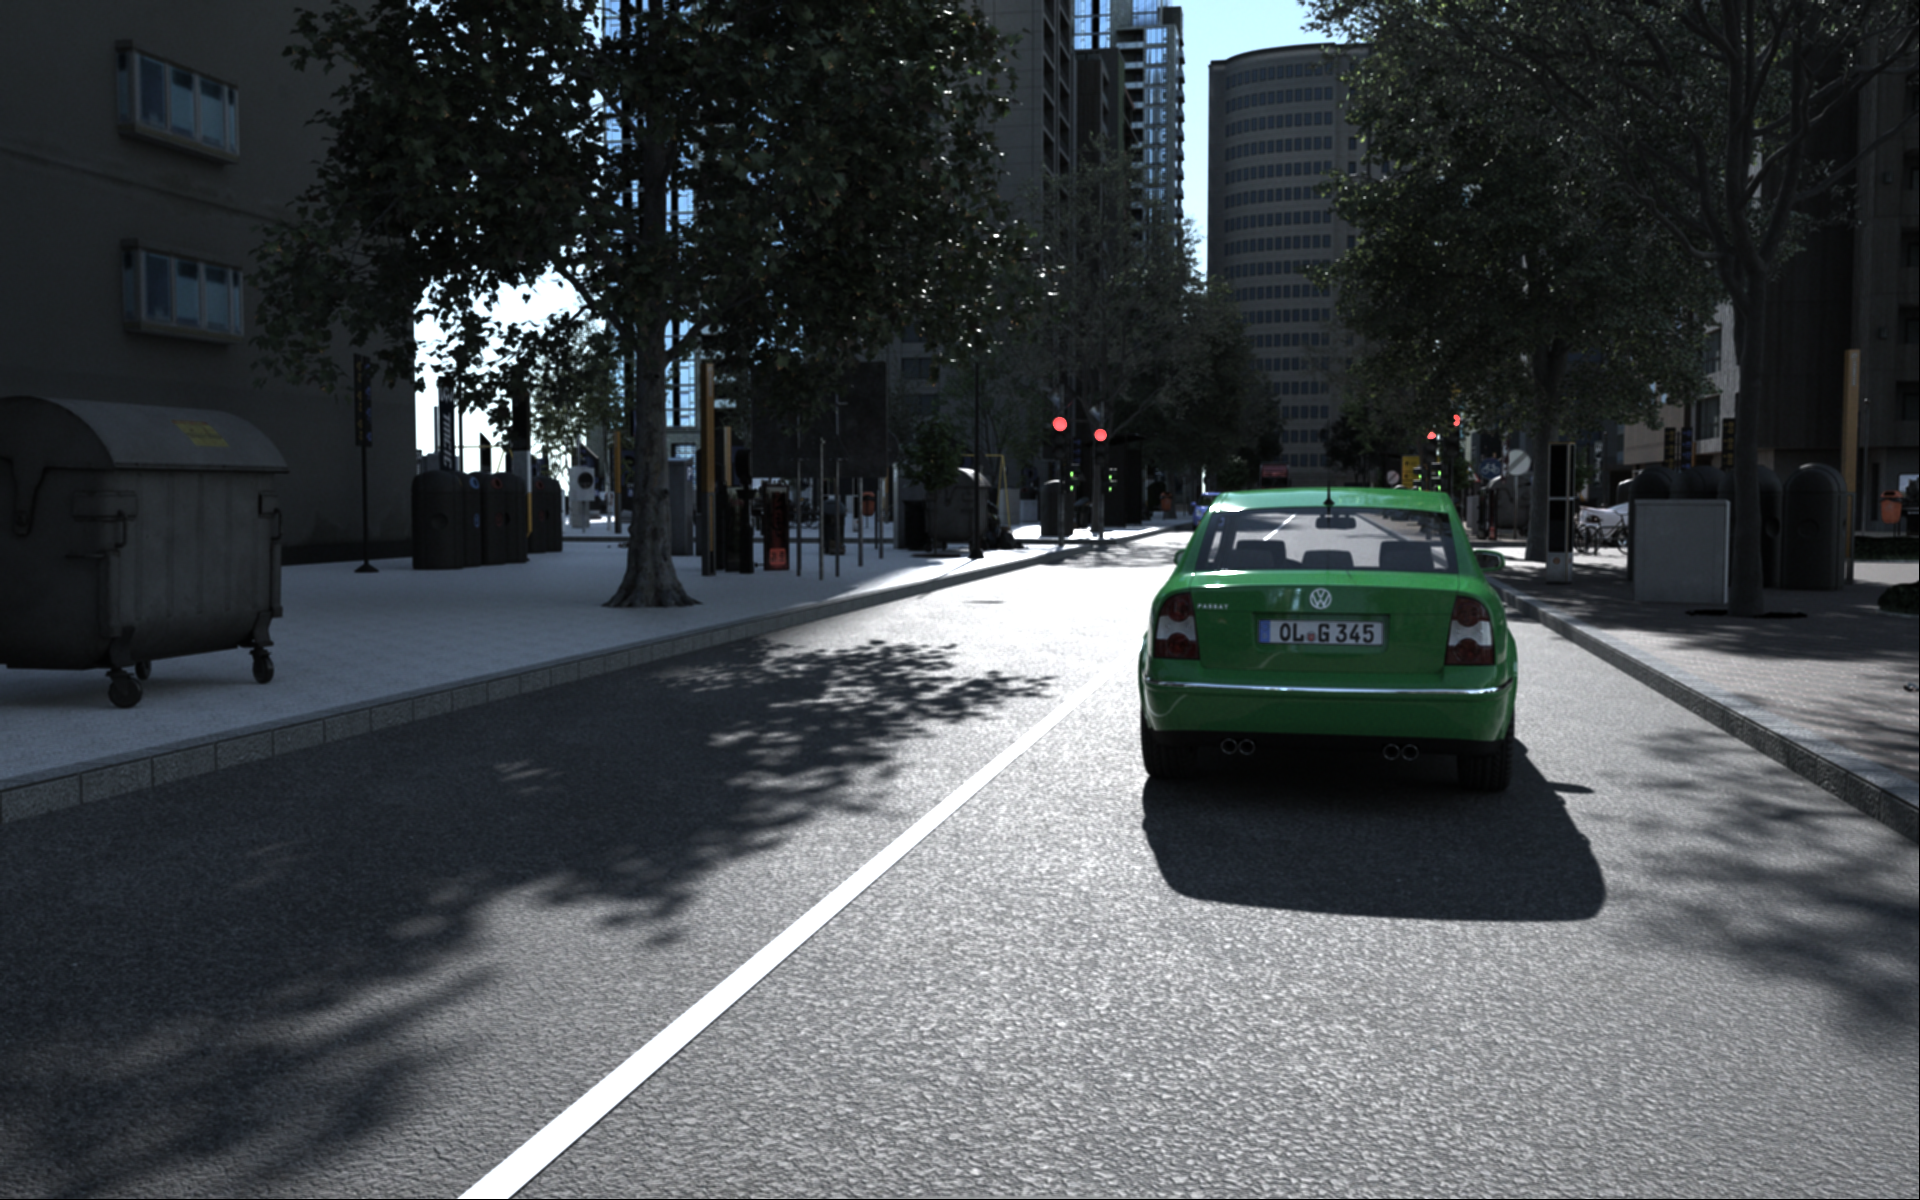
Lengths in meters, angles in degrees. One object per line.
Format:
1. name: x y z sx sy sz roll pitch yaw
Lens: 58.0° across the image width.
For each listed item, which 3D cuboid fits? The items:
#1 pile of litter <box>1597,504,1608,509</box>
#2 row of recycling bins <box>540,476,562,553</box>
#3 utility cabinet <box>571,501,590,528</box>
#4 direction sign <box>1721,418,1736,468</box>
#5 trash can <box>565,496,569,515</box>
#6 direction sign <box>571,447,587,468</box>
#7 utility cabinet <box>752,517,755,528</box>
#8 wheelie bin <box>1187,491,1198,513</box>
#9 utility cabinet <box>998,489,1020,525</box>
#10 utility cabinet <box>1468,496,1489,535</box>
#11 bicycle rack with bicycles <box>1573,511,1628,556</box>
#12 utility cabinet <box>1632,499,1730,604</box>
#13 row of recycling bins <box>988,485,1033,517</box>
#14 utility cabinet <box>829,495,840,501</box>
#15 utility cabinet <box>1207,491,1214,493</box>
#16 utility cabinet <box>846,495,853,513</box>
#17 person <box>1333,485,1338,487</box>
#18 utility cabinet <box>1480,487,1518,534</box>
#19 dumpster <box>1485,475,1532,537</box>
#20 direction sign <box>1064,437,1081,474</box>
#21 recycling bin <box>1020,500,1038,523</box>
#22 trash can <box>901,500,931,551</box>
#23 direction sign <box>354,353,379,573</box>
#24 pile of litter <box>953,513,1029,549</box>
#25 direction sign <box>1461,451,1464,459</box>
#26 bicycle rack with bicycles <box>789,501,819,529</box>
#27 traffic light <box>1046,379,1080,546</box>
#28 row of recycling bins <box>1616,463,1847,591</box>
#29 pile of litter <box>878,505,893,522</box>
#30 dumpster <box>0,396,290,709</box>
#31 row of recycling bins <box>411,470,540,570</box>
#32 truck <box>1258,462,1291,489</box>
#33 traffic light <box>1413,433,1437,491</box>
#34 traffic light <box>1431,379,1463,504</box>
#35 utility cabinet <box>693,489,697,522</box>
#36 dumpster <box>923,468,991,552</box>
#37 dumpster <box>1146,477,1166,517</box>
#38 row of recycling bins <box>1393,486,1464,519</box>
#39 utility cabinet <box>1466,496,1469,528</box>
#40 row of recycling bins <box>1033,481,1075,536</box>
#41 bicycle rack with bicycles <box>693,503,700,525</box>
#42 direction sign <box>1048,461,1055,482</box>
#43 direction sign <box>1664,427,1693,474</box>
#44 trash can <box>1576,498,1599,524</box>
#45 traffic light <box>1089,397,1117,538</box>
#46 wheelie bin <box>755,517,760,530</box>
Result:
1. pile of litter: 28.207 -3.825 76.507 1.176 0.858 1.719 -1 4 -9
2. row of recycling bins: -9.510 -1.842 37.223 1.069 1.692 3.534 0 4 7
3. utility cabinet: -14.320 -3.470 65.421 0.318 1.500 1.173 0 4 7
4. direction sign: 23.156 -3.646 51.603 0.876 3.537 0.379 2 4 30
5. trash can: -23.813 -5.653 104.081 0.748 1.137 0.748 0 3 0
6. direction sign: -18.326 -5.586 83.330 0.876 3.537 0.379 2 4 24
7. utility cabinet: -8.287 -3.441 64.932 1.173 1.500 0.318 -2 4 -28
8. wheelie bin: 16.078 -6.846 119.841 0.693 1.594 0.980 0 4 -5
9. utility cabinet: 2.016 -3.838 71.426 0.318 1.500 1.173 2 4 35
10. utility cabinet: 16.464 -2.659 54.636 0.306 1.237 1.020 3 4 37
11. bicycle rack with bicycles: 13.306 -1.450 37.095 2.925 0.926 2.852 -2 4 -28
12. utility cabinet: 8.575 -0.577 20.602 1.020 1.237 0.306 2 4 32
13. row of recycling bins: 2.768 -4.625 82.734 3.534 1.692 1.069 1 4 18
14. utility cabinet: -9.078 -6.962 124.986 1.020 1.237 0.306 3 5 44
15. utility cabinet: 17.920 -7.012 123.325 0.318 1.500 1.173 2 4 31
16. utility cabinet: -7.125 -6.367 115.255 1.020 1.237 0.306 2 4 35
17. person: 15.817 -3.932 72.965 0.419 1.800 0.721 1 4 17
18. utility cabinet: 17.345 -2.880 55.772 0.318 1.500 1.173 -3 5 -44
19. dumpster: 16.601 -2.852 52.393 1.264 1.857 1.865 1 4 12
20. direction sign: 4.388 -4.698 68.811 0.876 3.537 0.379 1 4 18
21. recycling bin: 3.070 -3.968 77.424 0.722 1.027 0.722 0 4 -8
22. trash can: -0.961 -1.698 39.422 0.748 1.137 0.748 0 3 0
23. direction sign: -9.753 -2.224 28.356 0.379 3.537 0.876 0 4 -4
24. pile of litter: 0.719 -1.629 40.595 1.719 0.858 1.176 1 4 23
25. direction sign: 26.506 -6.137 92.334 0.379 3.537 0.876 -2 4 -31
26. bicycle rack with bicycles: -5.958 -3.115 64.320 2.925 0.926 2.852 0 4 -3
27. traffic light: 2.505 -3.271 42.399 0.839 4.253 0.868 1 4 12
28. row of recycling bins: 10.900 -1.065 24.518 1.069 1.692 3.534 -2 4 -24
29. pile of litter: -3.339 -4.059 80.329 1.176 0.858 1.719 1 4 9
30. dumpster: -5.355 -0.326 11.095 1.264 1.857 1.865 1 4 12
31. row of recycling bins: -8.771 -1.458 30.949 1.069 1.692 3.534 1 4 9
32. truck: 27.841 -10.071 153.574 2.839 4.237 11.283 1 4 10
33. traffic light: 13.101 -3.637 48.381 0.839 4.253 0.868 1 4 12
34. traffic light: 11.479 -3.158 40.561 0.839 4.253 0.868 1 4 12
35. utility cabinet: -11.997 -4.287 78.765 0.318 1.500 1.173 3 4 37
36. dumpster: -0.076 -2.008 38.590 1.264 1.857 1.865 1 4 12
37. dumpster: 11.202 -5.794 97.223 1.502 2.255 1.985 1 4 12
38. row of recycling bins: 22.687 -4.702 83.991 3.534 1.692 1.069 0 4 -6
39. utility cabinet: 19.552 -3.351 65.946 0.306 1.237 1.020 2 4 31
40. row of recycling bins: 3.031 -2.879 54.191 1.069 1.692 3.534 0 4 6
41. bicycle rack with bicycles: -11.863 -3.562 71.626 2.852 0.926 2.925 0 4 5
42. direction sign: 6.392 -7.866 120.602 0.379 3.537 0.876 2 4 34
43. direction sign: 24.408 -4.094 58.933 0.876 3.537 0.379 2 4 31
44. trash can: 21.300 -2.886 58.837 0.748 1.137 0.748 0 3 0
45. traffic light: 4.126 -3.749 50.218 0.839 4.253 0.868 1 4 12
46. wheelie bin: -6.874 -3.264 61.279 0.980 1.594 0.693 1 4 14
